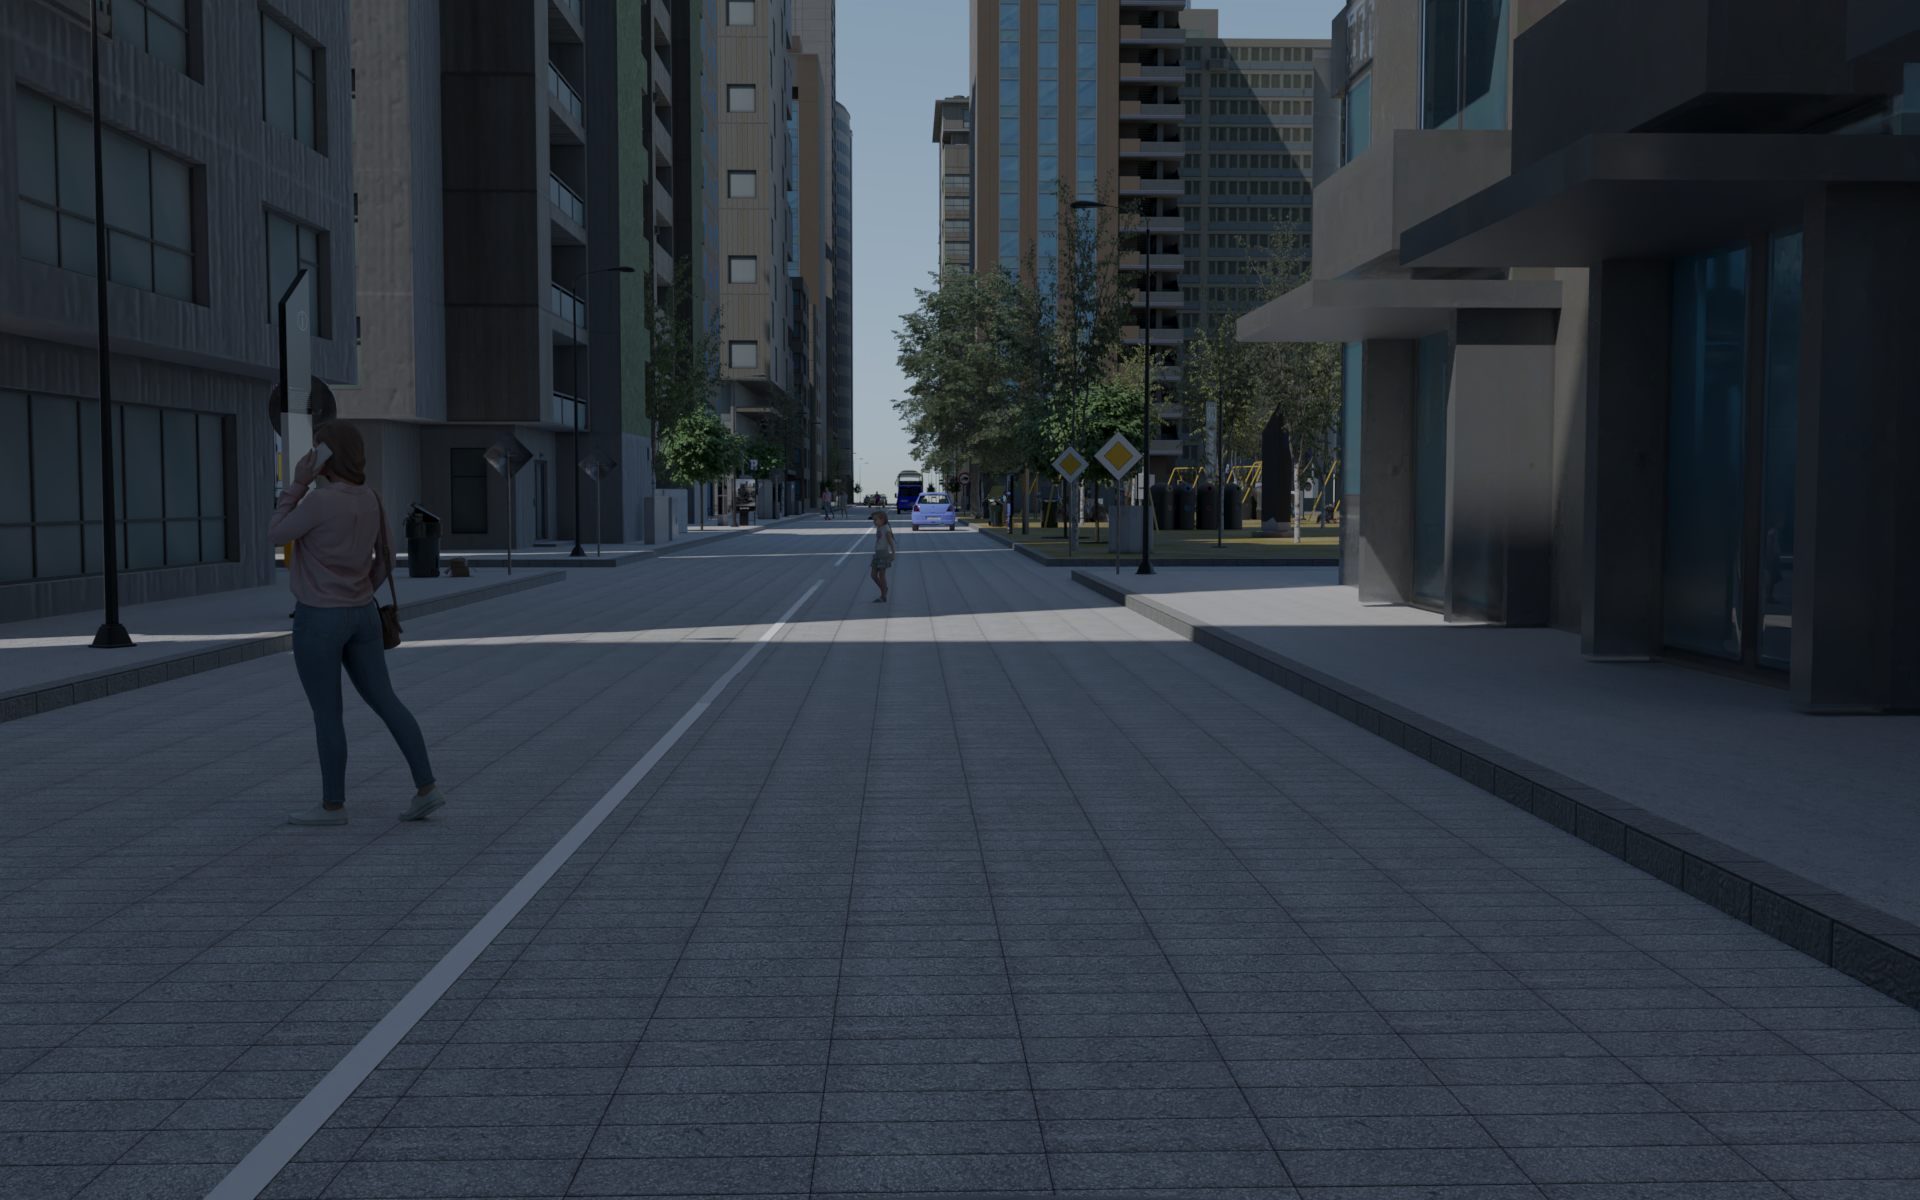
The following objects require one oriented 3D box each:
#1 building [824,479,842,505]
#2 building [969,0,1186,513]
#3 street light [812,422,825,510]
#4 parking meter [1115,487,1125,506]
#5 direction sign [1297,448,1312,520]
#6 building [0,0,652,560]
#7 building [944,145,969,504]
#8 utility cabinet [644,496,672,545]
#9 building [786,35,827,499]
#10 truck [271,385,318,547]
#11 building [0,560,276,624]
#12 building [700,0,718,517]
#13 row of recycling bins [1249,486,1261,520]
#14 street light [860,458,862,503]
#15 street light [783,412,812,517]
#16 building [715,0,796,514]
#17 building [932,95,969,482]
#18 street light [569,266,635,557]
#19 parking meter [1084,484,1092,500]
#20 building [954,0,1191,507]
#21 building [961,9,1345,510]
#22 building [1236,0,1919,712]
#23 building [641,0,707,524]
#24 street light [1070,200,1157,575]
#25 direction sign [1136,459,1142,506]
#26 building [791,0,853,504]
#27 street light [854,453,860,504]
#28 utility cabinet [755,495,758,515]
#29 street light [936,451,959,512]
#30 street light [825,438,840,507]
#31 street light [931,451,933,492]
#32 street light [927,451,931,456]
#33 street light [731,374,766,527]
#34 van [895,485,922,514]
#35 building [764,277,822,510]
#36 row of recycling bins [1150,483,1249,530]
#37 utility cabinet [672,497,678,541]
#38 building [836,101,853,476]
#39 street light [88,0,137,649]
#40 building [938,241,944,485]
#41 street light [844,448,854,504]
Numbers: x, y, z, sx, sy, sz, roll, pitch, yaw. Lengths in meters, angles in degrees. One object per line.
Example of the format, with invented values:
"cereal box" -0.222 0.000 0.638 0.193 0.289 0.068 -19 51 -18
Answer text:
"building" -30.466 -31.443 205.968 32.217 40.220 23.993 0 4 -2
"building" 7.820 -28.957 123.559 14.600 45.320 14.200 0 4 -2
"street light" -9.655 -8.529 111.995 1.470 5.913 1.316 0 4 -2
"parking meter" 5.721 -3.275 61.957 0.372 1.533 0.369 0 3 0
"direction sign" 16.788 -5.661 84.551 0.876 3.537 0.379 -2 4 -28
"building" -15.666 -21.895 41.580 14.154 41.232 14.086 0 4 -2
"building" 5.047 -31.942 205.843 14.154 41.232 14.086 0 4 -2
"utility cabinet" -7.795 -2.036 44.447 0.306 1.237 1.020 1 4 11
"building" -20.701 -32.020 173.635 14.600 45.320 14.200 0 4 -2
"truck" -17.519 -2.562 30.807 11.283 4.237 2.839 0 4 -4
"building" -15.573 -20.572 19.952 14.086 41.232 14.154 0 4 -2
"building" -20.667 -27.089 93.021 14.600 45.320 14.200 0 4 -2
"row of recycling bins" 13.640 -4.827 86.042 3.534 1.692 1.069 -1 4 -9
"street light" -13.323 -15.478 225.598 1.470 5.913 1.316 0 4 -2
"street light" -9.318 -7.679 98.086 1.470 5.913 1.316 0 4 -2
"building" -26.000 -32.633 122.793 28.713 52.752 27.495 0 4 -2
"building" 10.938 -39.015 227.129 28.713 52.752 27.495 0 4 -2
"street light" -7.311 -3.846 35.425 1.470 5.913 1.316 0 4 -2
"parking meter" 7.184 -5.580 96.942 0.399 1.863 0.255 -1 4 -8
"building" 10.978 -52.371 168.931 22.319 86.520 31.000 0 4 -2
"building" 16.391 -27.595 143.058 32.217 40.220 23.993 0 4 -2
"building" 15.319 -23.920 10.702 23.786 49.044 30.456 0 4 -2
"building" -18.385 -18.332 71.423 14.160 30.474 14.107 0 4 -2
"street light" 2.438 -3.366 27.569 1.470 5.913 1.316 0 4 -2
"direction sign" 6.112 -4.137 59.630 0.379 3.537 0.876 -1 4 -14
"building" -24.448 -48.303 228.003 20.563 71.187 20.611 0 4 -2
"street light" -12.331 -13.591 194.759 1.470 5.913 1.316 0 4 -2
"utility cabinet" -13.050 -5.902 107.656 1.020 1.237 0.306 -2 4 -31
"street light" -0.767 -9.230 123.459 1.470 5.913 1.316 0 4 -2
"street light" -10.760 -10.415 142.831 1.470 5.913 1.316 0 4 -2
"street light" -1.640 -11.142 154.717 1.470 5.913 1.316 0 4 -2
"street light" -2.792 -13.101 186.736 1.470 5.913 1.316 0 4 -2
"street light" -8.189 -5.777 67.001 1.470 5.913 1.316 0 4 -2
"van" -3.620 -7.387 125.156 2.240 2.365 5.245 0 4 -2
"building" -26.739 -18.767 151.881 27.650 21.520 28.899 0 4 -2
"row of recycling bins" 8.454 -3.377 62.334 3.534 1.692 1.069 -1 4 -16
"utility cabinet" -7.974 -2.234 47.692 0.306 1.237 1.020 0 4 0
"building" -26.546 -43.468 252.701 21.231 58.520 28.212 0 4 -2
"street light" -6.572 -2.558 14.368 1.470 5.913 1.316 0 4 -2
"building" 7.921 -36.746 255.419 22.147 44.769 28.867 0 4 -2
"street light" -11.683 -12.302 173.673 1.470 5.913 1.316 0 4 -2
